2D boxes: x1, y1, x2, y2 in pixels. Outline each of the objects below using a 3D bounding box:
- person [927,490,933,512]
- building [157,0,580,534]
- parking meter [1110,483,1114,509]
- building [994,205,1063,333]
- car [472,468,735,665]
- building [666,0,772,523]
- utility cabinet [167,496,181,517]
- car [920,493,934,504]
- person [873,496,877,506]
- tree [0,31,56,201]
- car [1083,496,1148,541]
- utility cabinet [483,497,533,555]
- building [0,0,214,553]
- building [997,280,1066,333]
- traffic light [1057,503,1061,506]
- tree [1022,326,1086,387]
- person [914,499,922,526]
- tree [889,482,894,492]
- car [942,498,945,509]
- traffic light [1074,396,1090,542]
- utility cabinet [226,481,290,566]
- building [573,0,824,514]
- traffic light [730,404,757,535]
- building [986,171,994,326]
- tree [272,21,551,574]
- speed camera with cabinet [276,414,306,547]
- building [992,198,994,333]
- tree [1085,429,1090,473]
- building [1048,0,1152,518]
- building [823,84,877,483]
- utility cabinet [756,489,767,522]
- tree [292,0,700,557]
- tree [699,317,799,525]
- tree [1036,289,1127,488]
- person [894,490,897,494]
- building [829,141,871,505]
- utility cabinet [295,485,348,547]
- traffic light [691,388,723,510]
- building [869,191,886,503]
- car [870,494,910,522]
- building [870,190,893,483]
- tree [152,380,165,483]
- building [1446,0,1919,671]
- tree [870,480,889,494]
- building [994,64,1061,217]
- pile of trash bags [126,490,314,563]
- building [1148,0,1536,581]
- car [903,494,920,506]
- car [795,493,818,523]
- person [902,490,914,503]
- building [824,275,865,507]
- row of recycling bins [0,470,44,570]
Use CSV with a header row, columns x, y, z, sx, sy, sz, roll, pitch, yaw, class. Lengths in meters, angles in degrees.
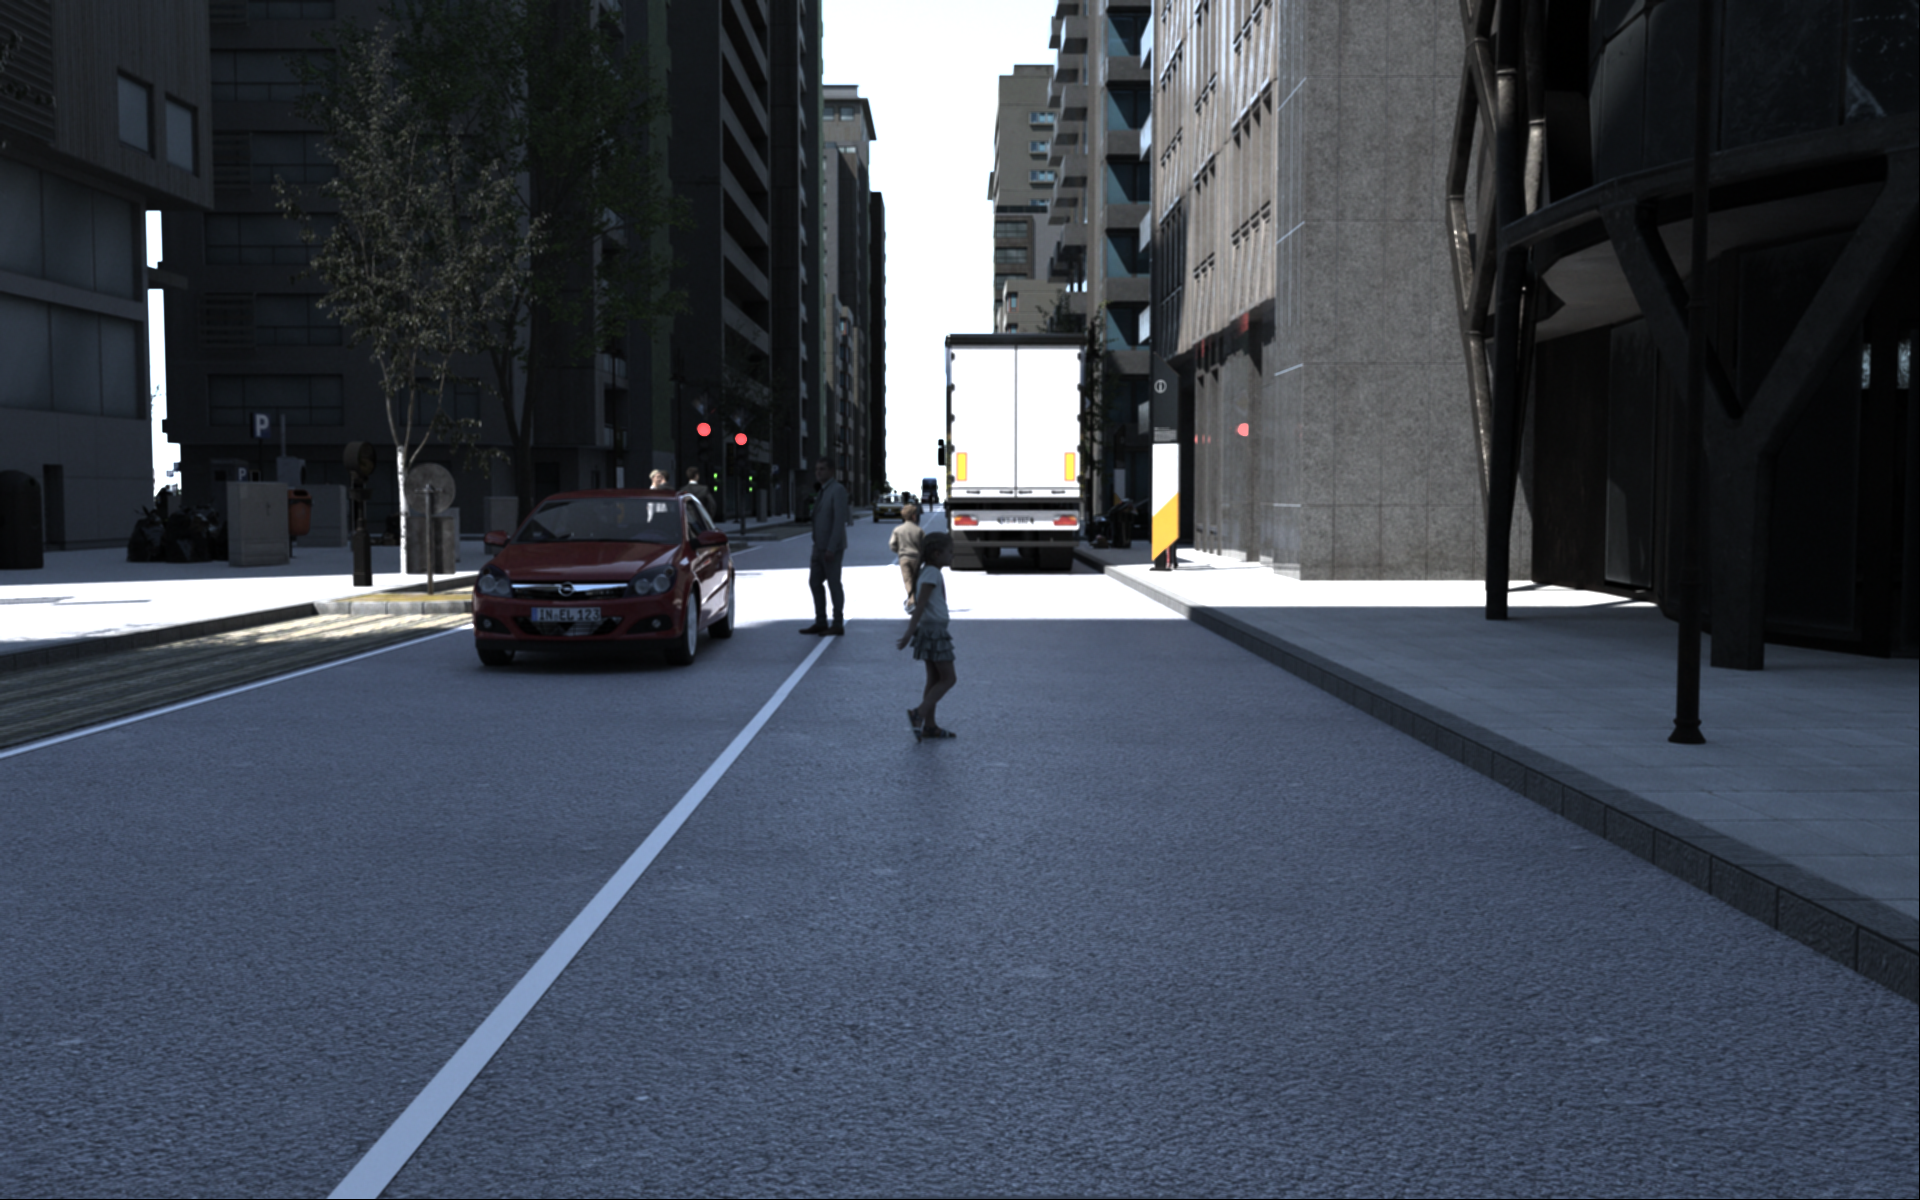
x,y,z,sx,sy,sz,roll,pitch,yaw,class
-2.463,-8.145,142.189,0.721,1.766,1.217,1,4,17,person
-18.247,-23.050,60.463,14.154,41.232,14.086,0,4,0,building
7.087,-4.504,79.357,0.399,1.863,0.255,-1,4,-18,parking meter
10.395,-24.689,175.363,14.160,30.474,14.107,0,4,0,building
-3.145,-0.416,15.845,2.155,1.783,4.494,0,4,-1,car
-21.223,-28.276,86.022,21.300,48.544,21.600,0,4,0,building
-33.519,-3.876,74.535,1.020,1.237,0.306,-1,4,-10,utility cabinet
-4.603,-14.315,243.087,2.155,1.783,4.494,0,4,0,car
-5.073,-5.610,104.504,0.425,1.301,0.394,-2,4,-33,person
-9.280,-3.833,13.027,4.360,8.622,3.978,0,3,0,tree
5.681,-2.470,50.172,4.222,1.686,2.009,0,4,-1,car
-9.663,-1.586,37.095,1.020,1.237,0.306,-3,5,-44,utility cabinet
-32.333,-26.997,30.642,27.495,52.752,28.713,0,4,0,building
17.491,-18.909,154.203,27.650,21.520,28.899,0,4,0,building
3.058,-3.979,53.971,0.839,4.253,0.868,0,4,0,traffic light
3.653,-7.633,75.155,4.360,8.622,3.978,0,3,0,tree
-1.719,-3.505,70.491,0.332,1.250,0.352,1,4,12,person
-9.987,-14.198,226.732,1.663,3.219,1.824,0,3,0,tree
-0.689,-9.519,165.423,2.009,1.686,4.222,0,3,0,car
3.092,-3.490,45.986,0.839,4.253,0.868,0,4,0,traffic light
-12.496,-1.358,30.878,0.318,1.500,1.173,1,4,21,utility cabinet
-16.397,-26.288,113.399,14.154,41.232,14.086,0,4,0,building
-6.753,-3.975,53.914,0.839,4.253,0.868,0,4,0,traffic light
18.781,-41.879,273.961,28.713,52.752,27.495,0,4,0,building
-8.803,-4.715,27.456,4.360,8.622,3.978,0,3,0,tree
-16.502,-2.940,42.405,0.660,3.252,2.038,-1,4,-10,speed camera with cabinet
15.822,-38.211,244.352,23.786,49.044,30.456,0,4,0,building
3.840,-5.296,70.298,4.285,4.588,4.351,0,3,0,tree
16.410,-29.150,96.212,23.786,49.044,30.456,0,4,0,building
-25.666,-39.037,227.492,28.713,52.752,27.495,0,4,0,building
-9.006,-4.286,78.752,0.318,1.500,1.173,-1,4,-16,utility cabinet
-9.000,-6.680,34.977,9.928,11.665,9.643,0,3,0,tree
-8.940,-7.433,71.899,4.360,8.622,3.978,0,3,0,tree
4.138,-6.800,61.545,4.737,8.622,4.395,0,3,0,tree
-3.966,-5.933,106.506,0.522,1.701,0.512,-1,4,-19,person
-17.505,-31.271,194.875,14.154,41.232,14.086,0,4,0,building
-15.393,-2.024,41.766,1.173,1.500,0.318,1,4,10,utility cabinet
-6.719,-3.487,45.929,0.839,4.253,0.868,0,4,0,traffic light
-17.847,-36.637,249.129,14.600,45.320,14.200,0,4,0,building
-3.568,-4.798,88.678,2.015,1.641,3.980,0,4,-1,car
-22.794,-39.858,271.281,23.786,49.044,30.456,0,4,0,building
-33.230,-7.167,67.542,4.737,8.622,4.395,0,3,0,tree
13.487,-9.100,16.245,16.820,18.784,16.811,0,4,0,building
-10.100,-13.326,212.476,1.663,3.219,1.824,0,3,0,tree
14.638,-34.798,192.650,21.300,48.544,21.600,0,4,0,building
-14.190,-1.461,33.640,1.912,1.369,3.447,3,4,39,pile of trash bags
10.978,-13.254,34.728,12.078,24.808,19.932,0,4,0,building
-4.526,-8.895,155.215,2.009,1.686,4.222,0,4,1,car
-6.600,-4.367,80.194,1.959,1.807,4.718,0,4,1,car
-4.338,-8.009,140.271,1.217,1.723,0.721,0,4,-6,person
-24.178,-20.120,173.996,27.650,21.520,28.899,0,4,0,building
-16.916,-1.306,28.474,1.069,1.692,3.534,2,4,29,row of recycling bins
